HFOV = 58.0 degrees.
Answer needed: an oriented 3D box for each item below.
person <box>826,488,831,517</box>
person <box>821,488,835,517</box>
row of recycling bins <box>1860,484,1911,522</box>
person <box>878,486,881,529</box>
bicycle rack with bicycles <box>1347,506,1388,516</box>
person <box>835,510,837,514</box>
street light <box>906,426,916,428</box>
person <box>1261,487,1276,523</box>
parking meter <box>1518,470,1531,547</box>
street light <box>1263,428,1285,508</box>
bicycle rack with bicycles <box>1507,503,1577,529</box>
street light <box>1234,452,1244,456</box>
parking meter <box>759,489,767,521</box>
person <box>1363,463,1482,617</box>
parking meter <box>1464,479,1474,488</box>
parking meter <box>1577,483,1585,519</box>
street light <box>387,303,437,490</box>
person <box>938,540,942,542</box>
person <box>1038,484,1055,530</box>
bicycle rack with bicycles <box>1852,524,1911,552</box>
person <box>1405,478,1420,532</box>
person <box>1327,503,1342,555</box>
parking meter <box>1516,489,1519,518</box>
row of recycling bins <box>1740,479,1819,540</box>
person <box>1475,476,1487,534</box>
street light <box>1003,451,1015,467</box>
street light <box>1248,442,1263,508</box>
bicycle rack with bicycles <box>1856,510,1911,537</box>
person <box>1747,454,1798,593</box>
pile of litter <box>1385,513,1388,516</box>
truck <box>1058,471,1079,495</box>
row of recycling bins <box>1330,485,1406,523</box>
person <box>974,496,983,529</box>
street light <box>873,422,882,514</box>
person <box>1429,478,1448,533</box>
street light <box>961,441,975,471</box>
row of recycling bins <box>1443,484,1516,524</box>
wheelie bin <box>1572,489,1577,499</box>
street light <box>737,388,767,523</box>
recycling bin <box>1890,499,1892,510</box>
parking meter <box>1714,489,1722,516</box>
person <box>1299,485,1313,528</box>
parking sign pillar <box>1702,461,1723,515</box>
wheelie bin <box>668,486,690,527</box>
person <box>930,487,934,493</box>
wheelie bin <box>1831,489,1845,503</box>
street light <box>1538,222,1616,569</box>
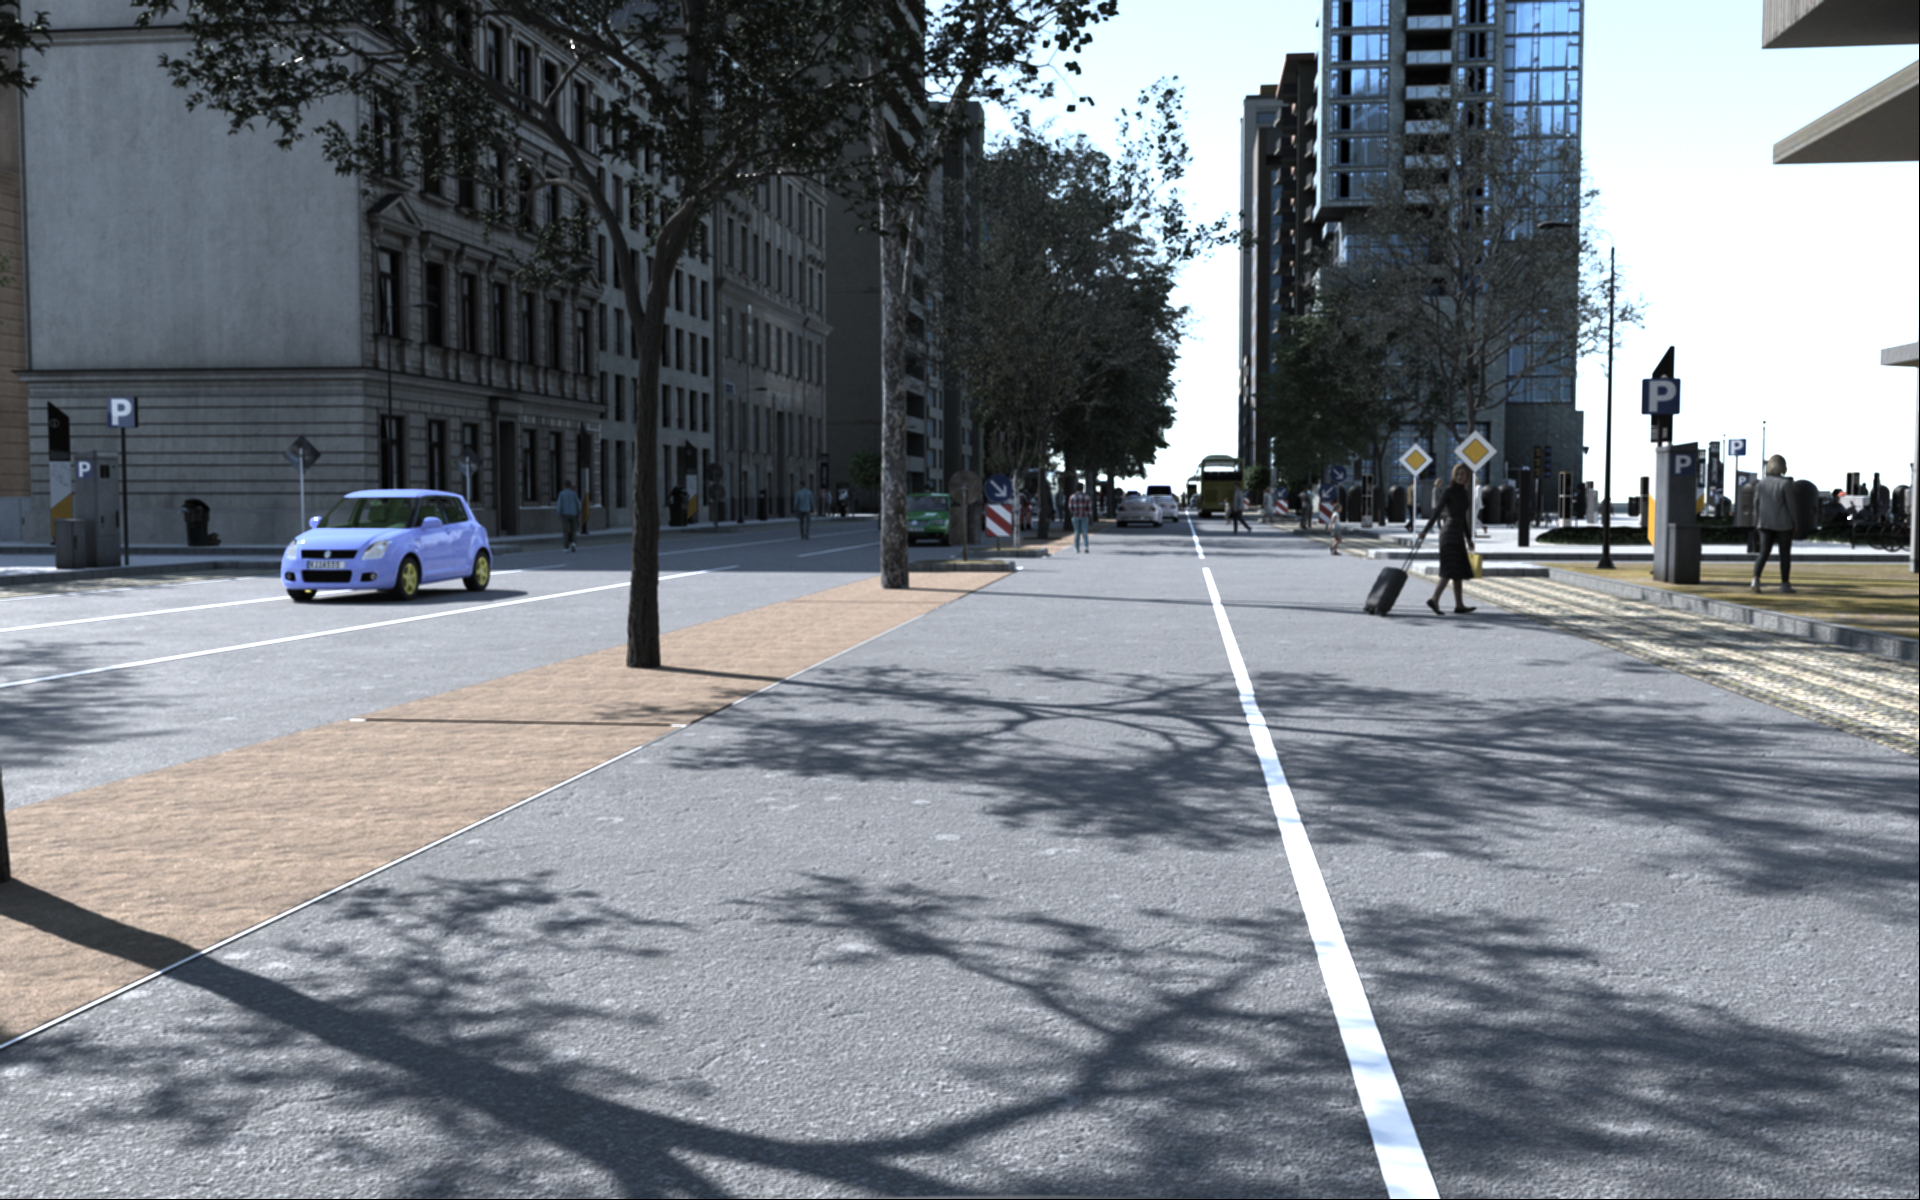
[{"bbox_3d":[-7.288,-5.383,95.863,0.330,1.601,0.589,0,4,-8],"label":"person"},{"bbox_3d":[-7.484,-5.620,98.024,0.850,1.850,0.679,-1,4,-9],"label":"person"},{"bbox_3d":[40.175,-4.135,74.716,3.534,1.692,1.069,1,4,9],"label":"row of recycling bins"},{"bbox_3d":[-3.076,-3.761,70.170,0.511,1.800,0.466,1,4,21],"label":"person"},{"bbox_3d":[21.880,-4.951,94.330,2.925,0.926,2.852,0,4,-7],"label":"bicycle rack with bicycles"},{"bbox_3d":[-7.561,-6.396,110.586,0.622,1.834,0.822,-3,4,-39],"label":"person"},{"bbox_3d":[-3.695,-8.917,118.331,1.470,5.913,1.316,0,4,7],"label":"street light"},{"bbox_3d":[14.942,-4.593,83.947,0.694,1.780,0.624,-1,4,-22],"label":"person"},{"bbox_3d":[13.776,-2.237,42.279,0.255,1.863,0.399,1,4,18],"label":"parking meter"},{"bbox_3d":[22.210,-9.099,121.307,1.470,5.913,1.316,0,4,7],"label":"street light"},{"bbox_3d":[21.802,-3.188,65.512,2.925,0.926,2.852,-2,4,-33],"label":"bicycle rack with bicycles"},{"bbox_3d":[30.979,-13.263,189.384,1.470,5.913,1.316,0,4,7],"label":"street light"},{"bbox_3d":[-9.498,-4.599,83.604,0.372,1.533,0.369,0,3,0],"label":"parking meter"},{"bbox_3d":[5.549,-0.728,20.623,1.509,1.804,0.699,-1,4,-9],"label":"person"},{"bbox_3d":[16.913,-3.174,57.614,0.255,1.863,0.399,2,4,29],"label":"parking meter"},{"bbox_3d":[31.906,-5.095,89.012,0.255,1.863,0.399,-1,4,-9],"label":"parking meter"},{"bbox_3d":[-13.375,-4.261,42.212,1.470,5.913,1.316,0,4,7],"label":"street light"},{"bbox_3d":[-0.572,-2.360,51.776,0.332,1.250,0.352,2,4,33],"label":"person"},{"bbox_3d":[3.421,-3.656,68.383,0.694,1.812,0.767,1,4,15],"label":"person"},{"bbox_3d":[21.899,-1.593,39.432,2.925,0.926,2.852,0,4,2],"label":"bicycle rack with bicycles"},{"bbox_3d":[15.357,-3.227,58.721,0.656,1.842,0.836,3,5,42],"label":"person"},{"bbox_3d":[8.783,-1.663,40.705,0.382,1.210,0.505,0,4,3],"label":"person"},{"bbox_3d":[27.064,-4.651,84.457,0.372,1.533,0.369,0,3,0],"label":"parking meter"},{"bbox_3d":[23.489,-2.609,49.777,1.069,1.692,3.534,0,4,0],"label":"row of recycling bins"},{"bbox_3d":[16.152,-2.939,53.980,0.818,1.842,0.514,-1,4,-14],"label":"person"},{"bbox_3d":[5.060,-13.056,186.005,1.470,5.913,1.316,0,4,7],"label":"street light"},{"bbox_3d":[26.582,-11.172,155.204,1.470,5.913,1.316,0,4,7],"label":"street light"},{"bbox_3d":[31.115,-2.605,55.970,2.925,0.926,2.852,1,4,9],"label":"bicycle rack with bicycles"},{"bbox_3d":[10.513,-0.996,22.506,0.728,1.800,0.709,-2,4,-30],"label":"person"},{"bbox_3d":[24.721,-5.354,101.497,1.176,0.858,1.719,0,4,-8],"label":"pile of litter"},{"bbox_3d":[13.344,-13.888,215.987,2.839,4.237,11.283,0,4,7],"label":"truck"},{"bbox_3d":[18.493,-4.373,78.611,3.534,1.692,1.069,2,4,29],"label":"row of recycling bins"},{"bbox_3d":[0.663,-3.301,63.020,0.362,1.759,0.519,-2,4,-24],"label":"person"},{"bbox_3d":[-4.833,-8.376,109.491,1.470,5.913,1.316,0,4,7],"label":"street light"},{"bbox_3d":[15.593,-3.070,56.418,0.728,1.800,0.709,3,5,43],"label":"person"},{"bbox_3d":[0.660,-10.971,151.916,1.470,5.913,1.316,0,4,7],"label":"street light"},{"bbox_3d":[22.147,-4.069,73.639,3.534,1.692,1.069,-1,4,-23],"label":"row of recycling bins"},{"bbox_3d":[38.960,-6.278,110.551,0.980,1.594,0.693,1,4,21],"label":"wheelie bin"},{"bbox_3d":[-9.095,-6.316,75.806,1.470,5.913,1.316,0,4,7],"label":"street light"},{"bbox_3d":[46.146,-4.471,85.647,0.722,1.027,0.722,2,4,35],"label":"recycling bin"},{"bbox_3d":[34.777,-4.339,79.351,0.372,1.533,0.369,0,3,0],"label":"parking meter"},{"bbox_3d":[14.363,-3.863,71.686,0.620,1.820,0.660,-1,4,-23],"label":"person"},{"bbox_3d":[47.431,-7.361,108.830,1.447,3.967,1.447,0,4,-4],"label":"parking sign pillar"},{"bbox_3d":[-11.126,-3.715,68.651,0.693,1.594,0.980,1,4,19],"label":"wheelie bin"},{"bbox_3d":[-1.369,-4.865,88.319,0.850,1.792,0.678,0,4,3],"label":"person"},{"bbox_3d":[49.749,-5.515,98.086,0.980,1.594,0.693,-2,4,-25],"label":"wheelie bin"},{"bbox_3d":[10.549,-3.491,29.626,1.470,5.913,1.316,0,4,7],"label":"street light"}]
